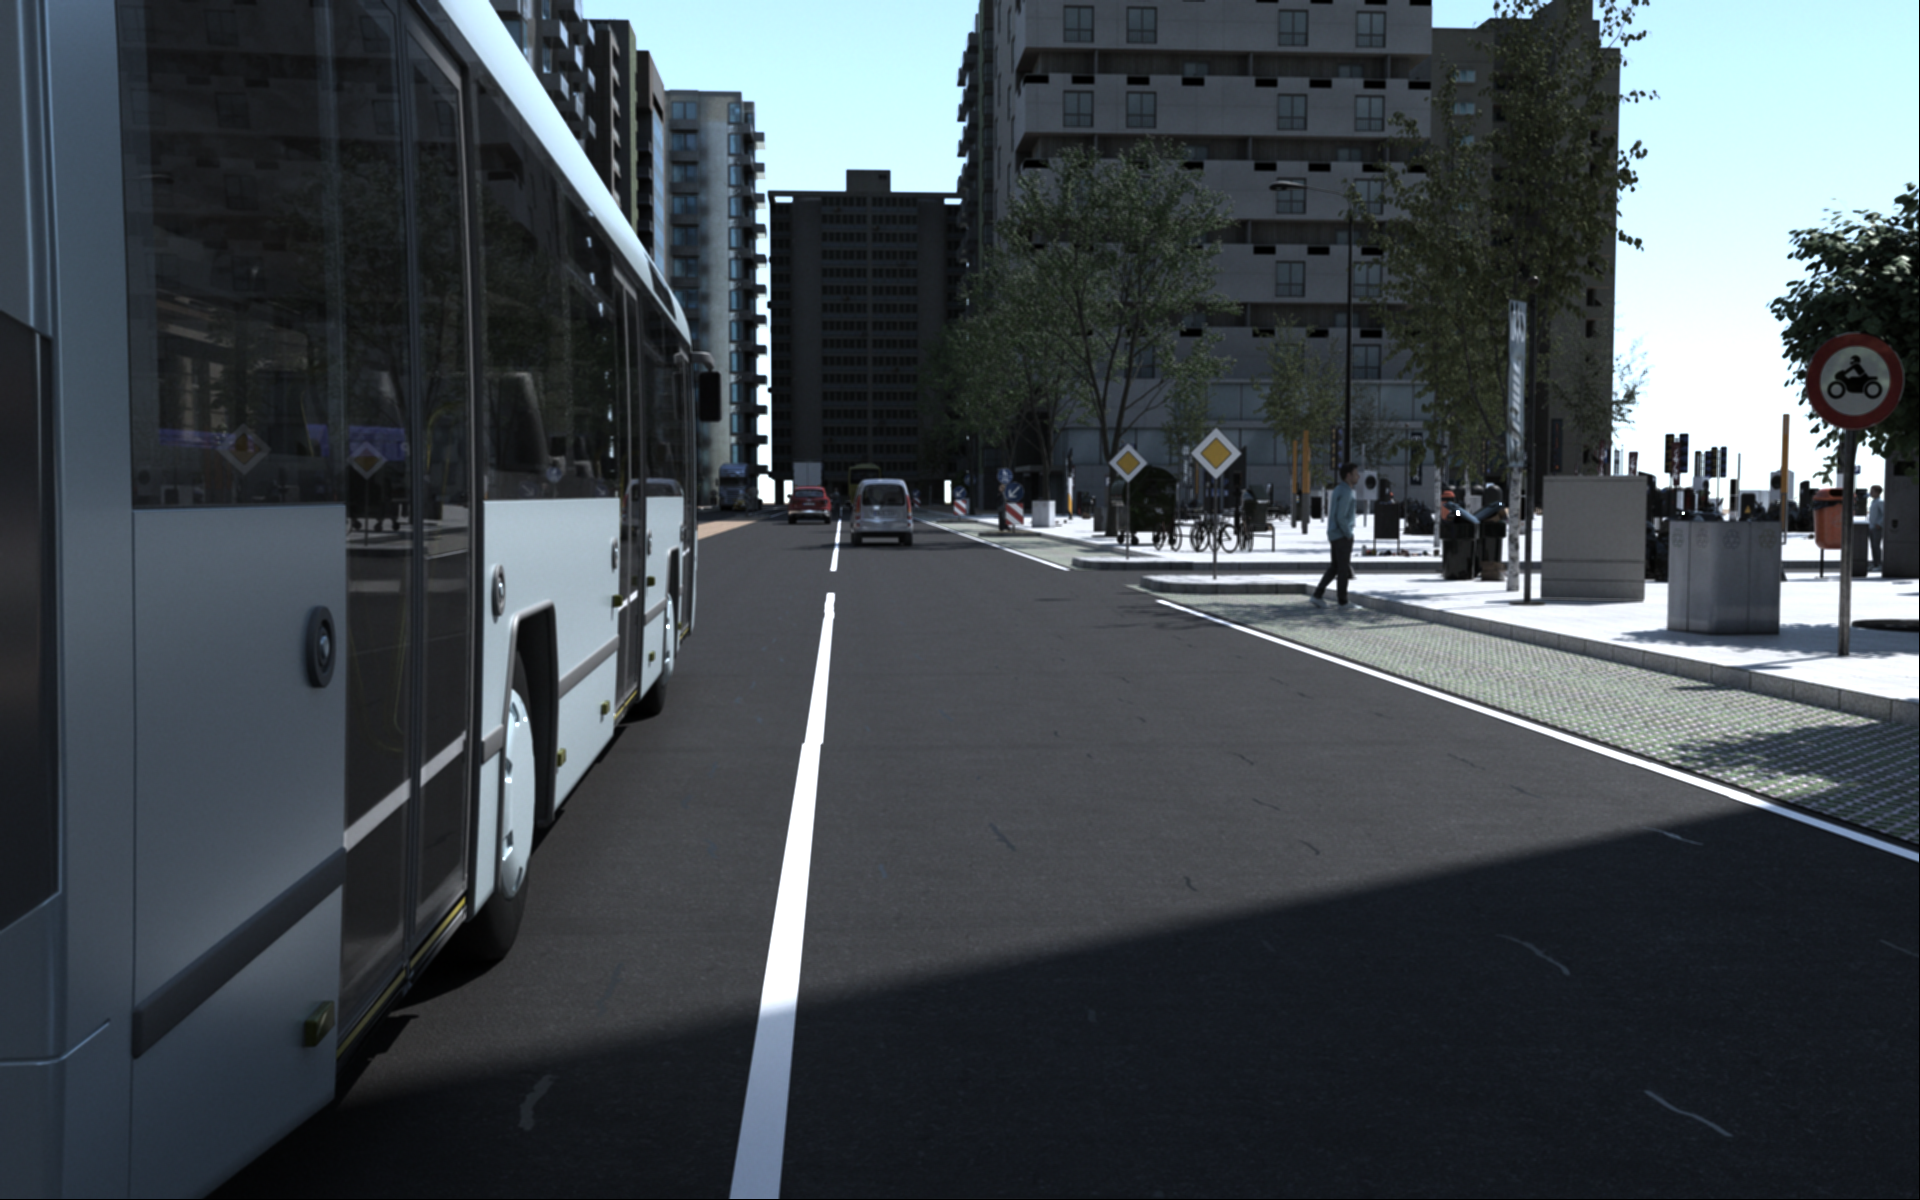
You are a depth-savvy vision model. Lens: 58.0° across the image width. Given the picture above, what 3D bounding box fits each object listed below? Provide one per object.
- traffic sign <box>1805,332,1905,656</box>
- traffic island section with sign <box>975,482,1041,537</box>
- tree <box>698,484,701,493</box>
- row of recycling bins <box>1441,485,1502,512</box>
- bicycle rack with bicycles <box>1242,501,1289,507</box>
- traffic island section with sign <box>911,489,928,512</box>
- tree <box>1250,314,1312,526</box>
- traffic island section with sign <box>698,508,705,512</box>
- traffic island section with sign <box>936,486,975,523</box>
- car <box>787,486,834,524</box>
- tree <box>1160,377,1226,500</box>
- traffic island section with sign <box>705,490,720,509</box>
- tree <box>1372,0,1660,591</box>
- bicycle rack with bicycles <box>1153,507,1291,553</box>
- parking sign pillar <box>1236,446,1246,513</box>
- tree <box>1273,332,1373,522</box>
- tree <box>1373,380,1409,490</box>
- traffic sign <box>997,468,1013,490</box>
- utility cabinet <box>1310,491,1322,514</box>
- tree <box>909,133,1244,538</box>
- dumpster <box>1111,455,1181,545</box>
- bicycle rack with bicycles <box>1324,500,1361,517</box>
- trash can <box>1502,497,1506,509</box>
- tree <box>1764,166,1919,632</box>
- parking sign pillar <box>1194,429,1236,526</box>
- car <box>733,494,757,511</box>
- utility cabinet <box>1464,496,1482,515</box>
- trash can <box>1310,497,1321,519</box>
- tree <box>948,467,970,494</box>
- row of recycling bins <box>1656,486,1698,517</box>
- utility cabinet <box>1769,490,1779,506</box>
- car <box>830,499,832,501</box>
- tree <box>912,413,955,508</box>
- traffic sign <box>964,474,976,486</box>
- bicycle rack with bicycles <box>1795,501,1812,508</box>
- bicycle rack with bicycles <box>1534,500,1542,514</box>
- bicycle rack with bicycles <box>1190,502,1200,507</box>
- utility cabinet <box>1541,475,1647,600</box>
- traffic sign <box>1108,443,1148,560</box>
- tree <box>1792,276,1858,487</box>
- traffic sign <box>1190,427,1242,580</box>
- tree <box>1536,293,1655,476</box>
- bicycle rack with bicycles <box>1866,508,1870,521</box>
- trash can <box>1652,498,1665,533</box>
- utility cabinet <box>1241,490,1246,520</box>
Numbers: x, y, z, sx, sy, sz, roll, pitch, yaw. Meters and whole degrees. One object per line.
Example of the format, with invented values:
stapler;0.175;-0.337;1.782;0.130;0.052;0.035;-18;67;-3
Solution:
traffic sign;7.029;-0.831;13.701;0.768;2.556;0.104;0;4;2
traffic island section with sign;1.647;-3.051;58.505;1.989;1.847;2.006;0;4;-4
tree;-27.776;-11.408;181.120;1.663;3.219;1.824;0;3;0
row of recycling bins;23.866;-4.514;80.909;1.069;1.692;3.534;-2;4;-29
bicycle rack with bicycles;14.201;-4.215;82.292;2.925;0.926;2.852;-1;4;-19
traffic island section with sign;-3.554;-7.759;135.486;1.989;1.847;2.006;0;4;-4
tree;13.592;-7.324;70.110;4.737;8.622;4.395;0;3;0
traffic island section with sign;-21.098;-7.696;134.457;1.989;1.847;2.006;0;4;-4
traffic island section with sign;-0.170;-4.706;85.573;1.989;1.847;2.006;0;4;-4
car;-7.278;-4.613;84.089;2.281;1.827;5.304;0;4;-4
tree;13.767;-9.350;103.239;4.737;8.622;4.395;0;3;0
traffic island section with sign;-22.955;-9.376;161.924;1.989;1.847;2.006;0;4;-4
tree;7.290;-4.437;22.901;4.737;8.622;4.395;0;3;0
bicycle rack with bicycles;5.807;-1.558;38.855;2.852;0.926;2.925;-1;4;-10
parking sign pillar;15.237;-6.575;95.980;1.447;3.967;1.447;-2;4;-33
tree;16.176;-7.815;78.143;4.360;8.622;3.978;0;3;0
tree;25.599;-9.639;107.957;4.360;8.622;3.978;0;3;0
traffic sign;2.236;-5.249;85.932;0.768;2.556;0.104;0;4;1
utility cabinet;22.055;-6.060;107.752;0.318;1.500;1.173;-2;4;-26
tree;4.472;-7.672;51.190;9.928;11.665;9.643;0;3;0
dumpster;4.711;-2.536;43.953;1.502;2.255;1.985;0;4;-4
bicycle rack with bicycles;20.670;-5.139;97.404;2.852;0.926;2.925;-3;4;-37
trash can;26.317;-4.465;84.663;0.748;1.137;0.748;0;3;0
tree;9.434;-2.007;16.527;4.285;4.588;4.351;0;3;0
parking sign pillar;10.355;-5.059;71.179;1.447;3.967;1.447;0;4;-4
car;-17.985;-8.257;145.219;2.015;1.641;3.980;0;4;-2
utility cabinet;19.394;-3.326;65.540;0.306;1.237;1.020;0;4;-6
trash can;18.525;-4.784;89.868;0.748;1.137;0.748;0;3;0
tree;0.191;-8.202;128.707;1.663;3.219;1.824;0;3;0
row of recycling bins;41.019;-5.743;101.011;3.534;1.692;1.069;1;4;12
utility cabinet;48.801;-5.861;104.502;0.318;1.500;1.173;-2;4;-29
car;-10.167;-6.846;123.735;2.131;1.459;4.920;0;4;-5
tree;-2.609;-12.595;156.282;4.737;8.622;4.395;0;3;0
traffic sign;0.636;-6.614;108.247;0.768;2.556;0.104;0;4;4
bicycle rack with bicycles;54.454;-5.840;108.863;2.925;0.926;2.852;-2;4;-32
bicycle rack with bicycles;36.456;-5.826;108.635;2.852;0.926;2.925;-2;4;-31
bicycle rack with bicycles;9.909;-4.027;79.227;2.852;0.926;2.925;3;5;42
utility cabinet;7.659;-0.749;20.932;1.173;1.500;0.318;1;4;22
traffic sign;3.280;-1.850;33.883;0.795;2.450;0.064;0;4;-4
tree;28.355;-6.387;54.796;4.737;8.622;4.395;0;3;0
traffic sign;3.818;-1.362;25.916;0.795;2.450;0.064;0;4;-4
tree;23.206;-6.943;63.884;4.360;8.622;3.978;0;3;0
bicycle rack with bicycles;45.322;-4.332;84.215;2.852;0.926;2.925;2;4;33
trash can;22.768;-2.768;56.916;0.748;1.137;0.748;0;3;0
utility cabinet;14.234;-4.663;84.926;0.318;1.500;1.173;-2;4;-26
